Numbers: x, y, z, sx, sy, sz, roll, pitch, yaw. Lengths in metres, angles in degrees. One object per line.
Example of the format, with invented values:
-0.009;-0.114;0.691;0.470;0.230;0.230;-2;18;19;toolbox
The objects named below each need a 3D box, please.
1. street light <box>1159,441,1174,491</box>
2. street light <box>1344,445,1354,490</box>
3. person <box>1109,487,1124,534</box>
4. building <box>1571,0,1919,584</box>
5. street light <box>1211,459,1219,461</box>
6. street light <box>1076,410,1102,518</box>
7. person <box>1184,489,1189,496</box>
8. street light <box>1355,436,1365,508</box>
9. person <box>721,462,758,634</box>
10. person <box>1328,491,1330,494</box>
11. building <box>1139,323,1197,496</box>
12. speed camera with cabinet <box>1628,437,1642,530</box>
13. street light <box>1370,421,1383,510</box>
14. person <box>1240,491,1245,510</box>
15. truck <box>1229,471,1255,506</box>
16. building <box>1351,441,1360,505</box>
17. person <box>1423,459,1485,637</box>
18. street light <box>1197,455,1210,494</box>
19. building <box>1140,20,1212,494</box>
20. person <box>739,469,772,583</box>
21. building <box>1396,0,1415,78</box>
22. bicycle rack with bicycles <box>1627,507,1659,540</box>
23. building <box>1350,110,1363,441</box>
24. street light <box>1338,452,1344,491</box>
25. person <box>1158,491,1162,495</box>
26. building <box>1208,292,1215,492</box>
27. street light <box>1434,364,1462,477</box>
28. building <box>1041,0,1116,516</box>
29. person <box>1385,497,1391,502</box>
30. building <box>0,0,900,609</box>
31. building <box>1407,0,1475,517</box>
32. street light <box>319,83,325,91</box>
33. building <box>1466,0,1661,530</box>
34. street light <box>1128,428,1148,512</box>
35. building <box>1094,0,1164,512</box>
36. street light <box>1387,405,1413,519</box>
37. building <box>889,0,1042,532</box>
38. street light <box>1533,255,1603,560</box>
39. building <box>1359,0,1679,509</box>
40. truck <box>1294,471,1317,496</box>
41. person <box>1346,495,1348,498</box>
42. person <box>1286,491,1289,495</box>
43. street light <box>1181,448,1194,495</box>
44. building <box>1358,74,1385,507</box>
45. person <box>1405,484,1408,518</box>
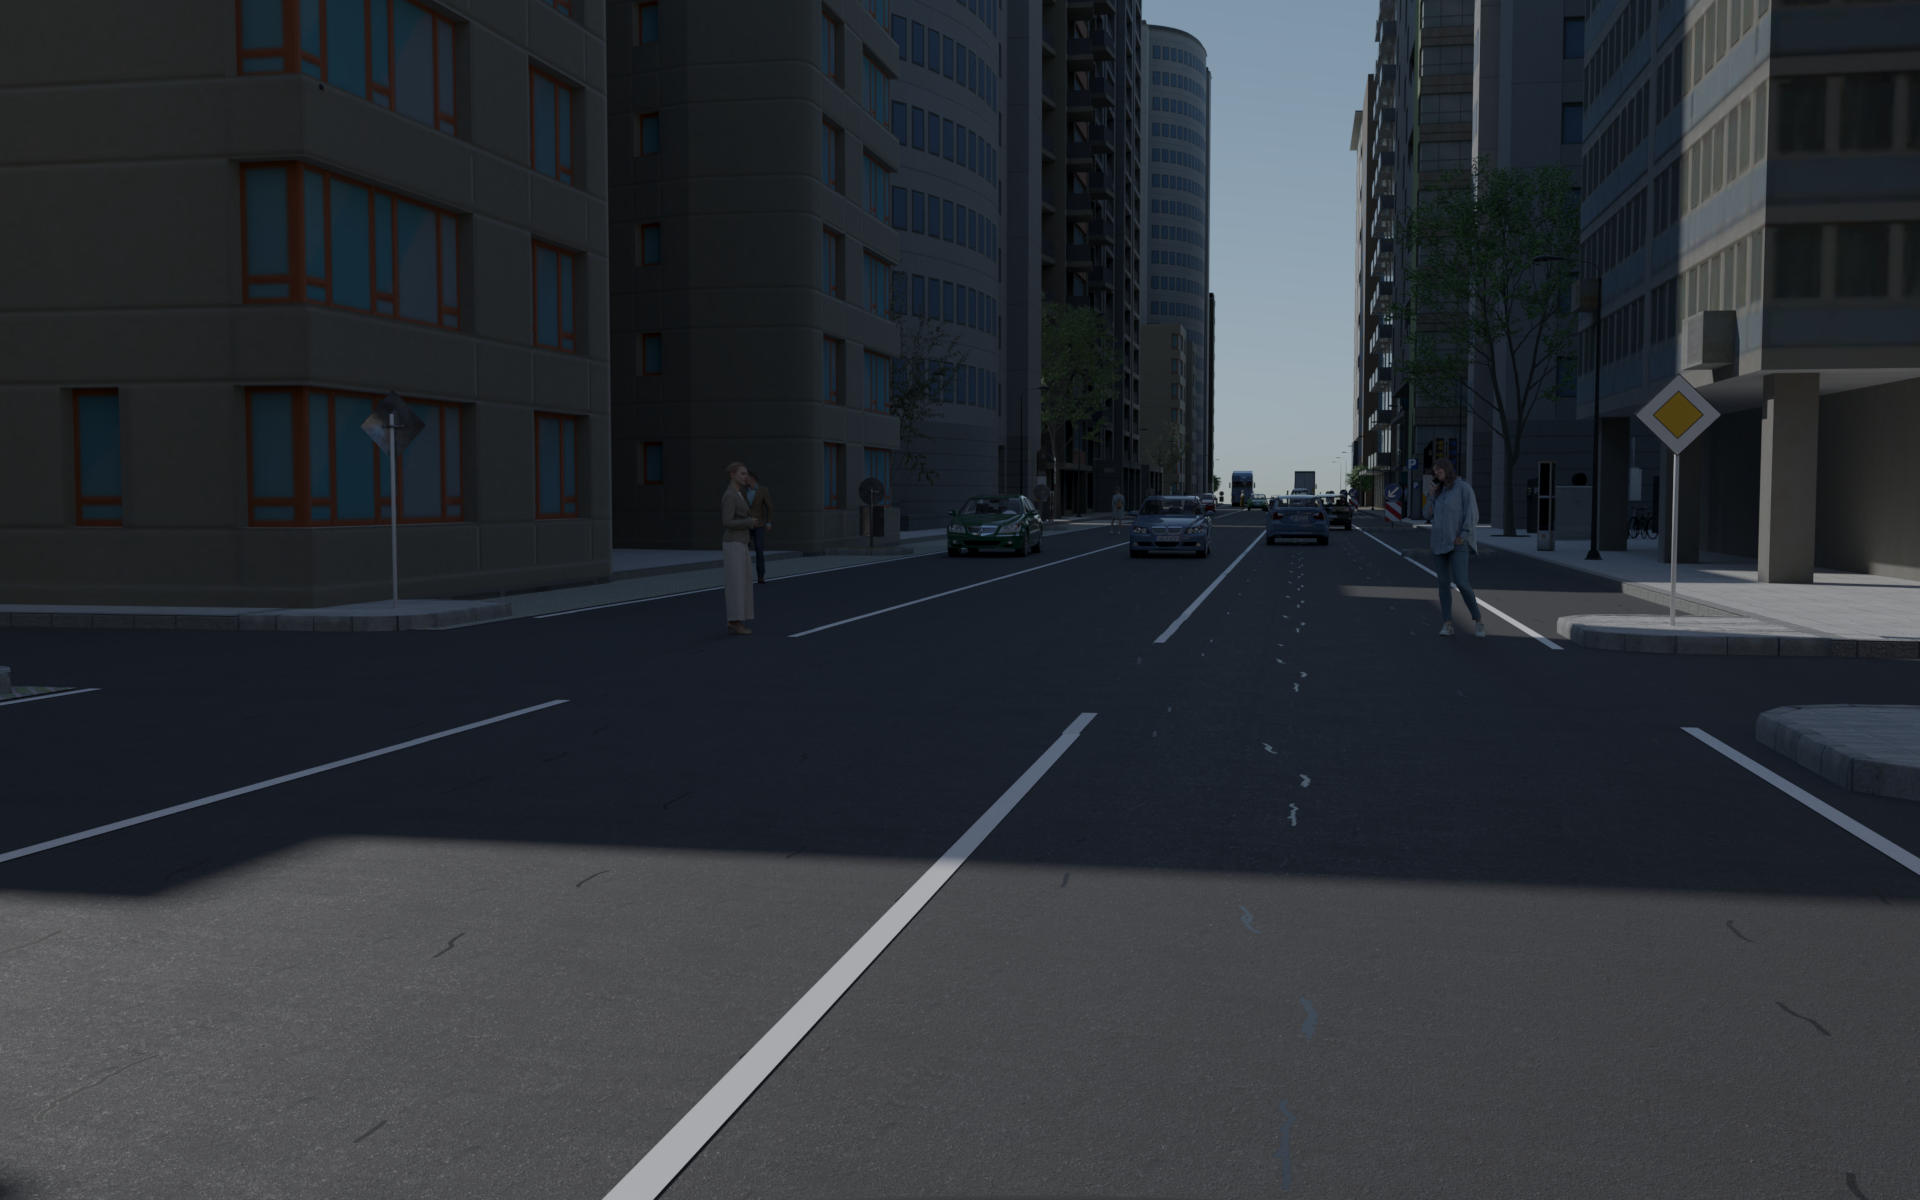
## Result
17.942;-10.901;150.771;1.470;5.913;1.316;1;4;11;street light
37.711;-11.793;165.360;1.470;5.913;1.316;1;4;11;street light
5.656;-3.218;62.120;0.512;1.701;0.522;-1;4;-14;person
23.694;-20.503;27.103;23.993;40.220;32.217;1;4;11;building
33.943;-15.840;231.517;1.470;5.913;1.316;1;4;11;street light
7.047;-7.469;94.664;1.470;5.913;1.316;1;4;11;street light
23.712;-10.677;181.061;0.568;1.767;0.683;0;4;-8;person
32.325;-10.106;137.773;1.470;5.913;1.316;1;4;11;street light
-2.242;-0.528;17.687;0.362;1.759;0.519;0;4;2;person
37.243;-10.165;175.211;1.217;1.766;0.721;-1;4;-16;person
11.537;-21.252;192.517;27.650;21.520;28.899;1;4;11;building
23.034;-4.084;61.109;0.660;3.252;2.038;-2;4;-27;speed camera with cabinet
26.833;-8.420;110.206;1.470;5.913;1.316;1;4;11;street light
24.995;-8.831;153.612;0.721;1.736;1.217;1;4;13;person
33.716;-13.193;205.465;2.967;4.110;18.799;1;4;11;truck
57.662;-54.297;200.419;22.319;86.520;31.000;1;4;11;building
5.019;-0.537;17.537;0.793;1.790;0.793;1;4;23;person
28.480;-14.153;203.945;1.470;5.913;1.316;1;4;11;street light
20.190;-41.391;218.737;21.231;58.520;28.212;1;4;11;building
-3.389;-1.199;28.018;0.656;1.842;0.836;-2;4;-24;person
43.900;-32.295;117.267;28.713;52.752;27.495;1;4;11;building
19.902;-2.231;49.864;2.852;0.926;2.925;1;4;12;bicycle rack with bicycles
66.436;-39.172;229.703;28.713;52.752;27.495;1;4;11;building
42.673;-13.329;190.472;1.470;5.913;1.316;1;4;11;street light
14.633;-7.154;126.932;0.415;1.643;0.593;0;4;6;person
27.868;-28.645;240.040;14.160;30.474;14.107;1;4;11;building
17.352;-5.473;62.025;1.470;5.913;1.316;1;4;11;street light
-2.001;-27.808;109.281;22.147;44.769;28.867;1;4;11;building
26.210;-5.882;105.402;0.628;1.438;0.799;1;4;12;person
-18.004;-11.651;35.531;27.650;21.520;28.899;1;4;11;building
32.813;-25.356;98.163;14.154;41.232;14.086;1;4;11;building
-7.818;-2.884;19.697;1.470;5.913;1.316;1;4;11;street light
32.771;-32.478;73.009;21.231;58.520;28.212;1;4;11;building
12.579;-9.184;122.692;1.470;5.913;1.316;1;4;11;street light
7.700;-43.774;153.952;20.563;71.187;20.611;1;4;11;building
22.898;-7.177;89.879;1.470;5.913;1.316;1;4;11;street light
-9.090;-32.315;70.351;21.231;58.520;28.212;1;4;11;building
11.842;-3.744;33.756;1.470;5.913;1.316;1;4;11;street light
46.625;-32.244;146.804;23.786;49.044;30.456;1;4;11;building
42.805;-13.817;214.822;2.839;4.237;11.283;1;4;12;truck
49.319;-13.154;221.562;0.683;1.767;0.568;0;4;2;person
36.147;-11.159;190.907;0.705;1.831;1.348;0;4;2;person
23.063;-12.460;176.257;1.470;5.913;1.316;1;4;11;street light
49.009;-32.433;180.385;14.600;45.320;14.200;1;4;11;building
24.128;-5.378;93.962;0.705;1.826;1.348;1;4;12;person
